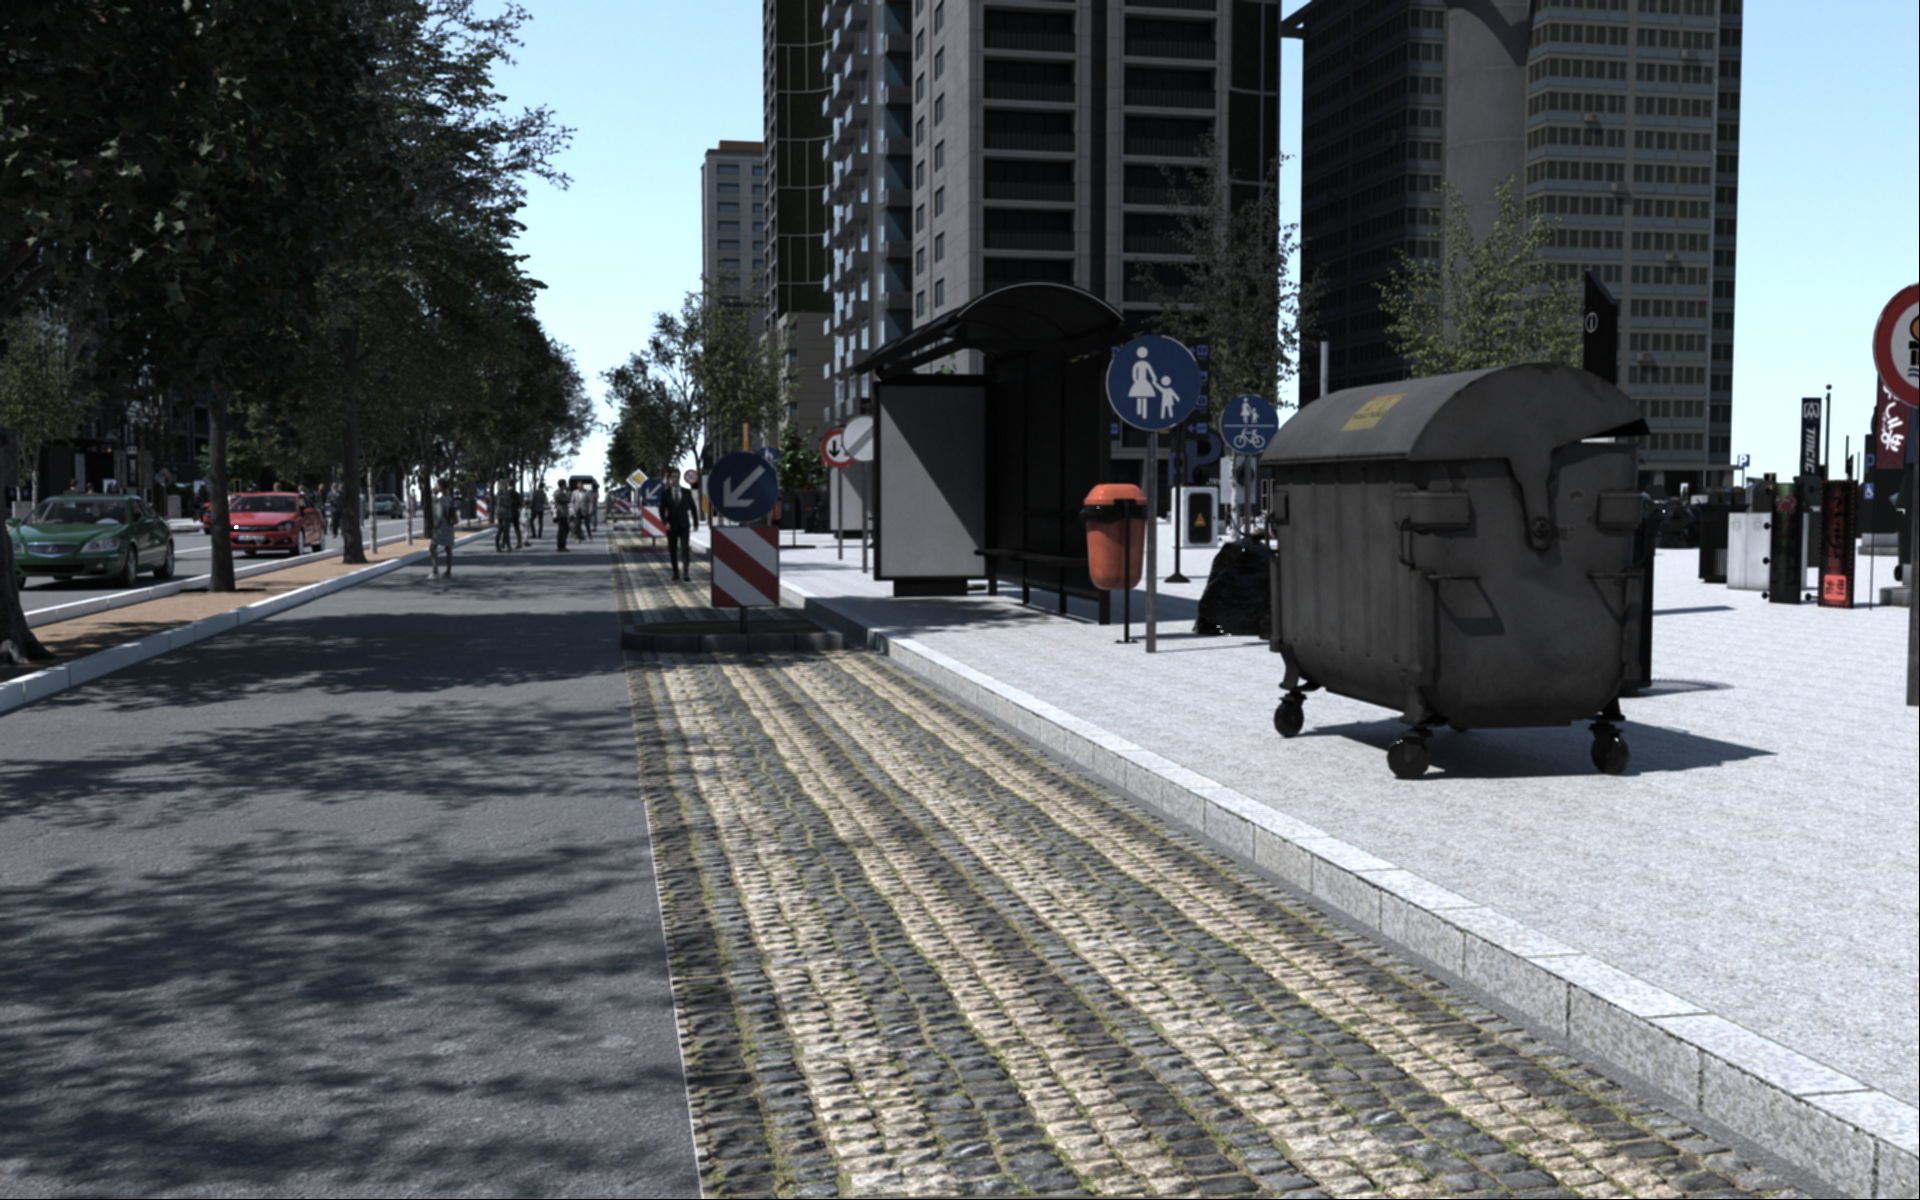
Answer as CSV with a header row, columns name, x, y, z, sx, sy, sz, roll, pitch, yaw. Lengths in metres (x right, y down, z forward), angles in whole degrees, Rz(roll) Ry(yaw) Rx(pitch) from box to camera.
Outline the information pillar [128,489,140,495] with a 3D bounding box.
name,x,y,z,sx,sy,sz,roll,pitch,yaw
information pillar,-54.686,-7.526,114.398,0.183,3.616,0.504,3,5,43

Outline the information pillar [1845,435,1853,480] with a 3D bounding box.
name,x,y,z,sx,sy,sz,roll,pitch,yaw
information pillar,35.342,-4.754,69.077,0.183,3.616,0.504,2,4,26

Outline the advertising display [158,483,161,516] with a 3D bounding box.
name,x,y,z,sx,sy,sz,roll,pitch,yaw
advertising display,-41.061,-5.117,88.882,0.123,1.923,0.974,-2,4,-24

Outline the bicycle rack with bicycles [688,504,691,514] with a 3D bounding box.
name,x,y,z,sx,sy,sz,roll,pitch,yaw
bicycle rack with bicycles,-16.563,-6.056,112.389,2.852,0.926,2.925,-3,4,-36

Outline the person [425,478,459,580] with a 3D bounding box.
name,x,y,z,sx,sy,sz,roll,pitch,yaw
person,-8.706,-1.205,29.203,0.522,1.701,0.512,0,4,4

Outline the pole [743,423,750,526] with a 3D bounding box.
name,x,y,z,sx,sy,sz,roll,pitch,yaw
pole,-6.149,-3.426,49.857,0.158,3.312,0.155,0,3,0

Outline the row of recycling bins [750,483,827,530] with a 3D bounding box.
name,x,y,z,sx,sy,sz,roll,pitch,yaw
row of recycling bins,-5.994,-3.370,62.217,3.534,1.692,1.069,-2,4,-32

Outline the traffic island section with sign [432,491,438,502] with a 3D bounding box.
name,x,y,z,sx,sy,sz,roll,pitch,yaw
traffic island section with sign,-51.287,-9.823,169.226,1.989,1.847,2.006,-1,4,-12

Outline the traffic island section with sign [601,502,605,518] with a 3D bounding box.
name,x,y,z,sx,sy,sz,roll,pitch,yaw
traffic island section with sign,-18.888,-5.388,96.724,1.989,1.847,2.006,-1,4,-12

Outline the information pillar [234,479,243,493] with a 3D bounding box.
name,x,y,z,sx,sy,sz,roll,pitch,yaw
information pillar,-35.461,-4.933,85.142,0.304,2.012,0.304,0,4,-5

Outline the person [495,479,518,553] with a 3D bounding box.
name,x,y,z,sx,sy,sz,roll,pitch,yaw
person,-11.158,-2.069,42.509,0.526,1.800,0.537,-1,4,-22

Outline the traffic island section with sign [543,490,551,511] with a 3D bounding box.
name,x,y,z,sx,sy,sz,roll,pitch,yaw
traffic island section with sign,-35.729,-8.517,147.383,2.006,1.907,1.989,-1,4,-12

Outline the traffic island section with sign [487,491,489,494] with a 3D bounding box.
name,x,y,z,sx,sy,sz,roll,pitch,yaw
traffic island section with sign,-67.822,-14.692,248.844,1.989,1.847,2.006,-1,4,-12

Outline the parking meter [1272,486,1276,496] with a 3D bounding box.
name,x,y,z,sx,sy,sz,roll,pitch,yaw
parking meter,10.158,-2.870,55.338,0.372,1.533,0.369,0,3,0

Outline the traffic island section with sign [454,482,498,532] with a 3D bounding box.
name,x,y,z,sx,sy,sz,roll,pitch,yaw
traffic island section with sign,-18.935,-3.573,66.557,2.006,1.907,1.989,-1,4,-12

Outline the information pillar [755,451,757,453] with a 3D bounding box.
name,x,y,z,sx,sy,sz,roll,pitch,yaw
information pillar,-10.991,-6.179,92.383,0.183,3.616,0.504,3,4,38

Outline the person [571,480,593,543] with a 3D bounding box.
name,x,y,z,sx,sy,sz,roll,pitch,yaw
person,-11.045,-2.589,50.677,0.661,1.843,0.795,0,4,5

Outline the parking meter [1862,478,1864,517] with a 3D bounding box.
name,x,y,z,sx,sy,sz,roll,pitch,yaw
parking meter,24.914,-2.548,47.369,0.255,1.863,0.399,-2,4,-26

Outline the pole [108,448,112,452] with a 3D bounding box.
name,x,y,z,sx,sy,sz,roll,pitch,yaw
pole,-37.846,-5.103,77.272,0.158,3.312,0.155,0,3,0

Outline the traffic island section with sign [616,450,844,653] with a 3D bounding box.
name,x,y,z,sx,sy,sz,roll,pitch,yaw
traffic island section with sign,-2.229,-0.483,16.532,1.989,1.847,2.006,-1,4,-12

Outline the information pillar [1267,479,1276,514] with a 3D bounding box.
name,x,y,z,sx,sy,sz,roll,pitch,yaw
information pillar,15.673,-5.021,86.578,0.304,2.012,0.304,0,4,1

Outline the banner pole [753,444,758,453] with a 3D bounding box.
name,x,y,z,sx,sy,sz,roll,pitch,yaw
banner pole,-10.168,-5.948,87.265,0.863,3.779,0.401,-3,4,-36

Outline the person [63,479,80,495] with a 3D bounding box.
name,x,y,z,sx,sy,sz,roll,pitch,yaw
person,-24.994,-2.480,48.828,0.659,1.850,0.755,1,4,17

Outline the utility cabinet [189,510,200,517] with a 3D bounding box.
name,x,y,z,sx,sy,sz,roll,pitch,yaw
utility cabinet,-41.921,-5.320,95.663,1.173,1.500,0.318,0,4,-3

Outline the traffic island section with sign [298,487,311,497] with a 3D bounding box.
name,x,y,z,sx,sy,sz,roll,pitch,yaw
traffic island section with sign,-35.745,-5.245,94.386,1.989,1.847,2.006,-1,4,-12

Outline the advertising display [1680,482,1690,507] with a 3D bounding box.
name,x,y,z,sx,sy,sz,roll,pitch,yaw
advertising display,39.700,-5.483,94.856,0.123,1.923,0.974,0,4,-2

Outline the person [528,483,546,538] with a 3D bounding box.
name,x,y,z,sx,sy,sz,roll,pitch,yaw
person,-13.661,-2.891,55.944,0.592,1.802,0.473,-2,4,-25

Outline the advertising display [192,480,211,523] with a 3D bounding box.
name,x,y,z,sx,sy,sz,roll,pitch,yaw
advertising display,-34.123,-4.461,78.151,0.974,1.923,0.123,-3,5,-43

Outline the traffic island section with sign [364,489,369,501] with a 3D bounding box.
name,x,y,z,sx,sy,sz,roll,pitch,yaw
traffic island section with sign,-41.216,-6.860,120.782,1.989,1.847,2.006,-1,4,-12

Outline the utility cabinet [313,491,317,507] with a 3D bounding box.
name,x,y,z,sx,sy,sz,roll,pitch,yaw
utility cabinet,-51.573,-7.915,138.088,1.173,1.500,0.318,1,4,18

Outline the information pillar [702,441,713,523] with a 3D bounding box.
name,x,y,z,sx,sy,sz,roll,pitch,yaw
information pillar,-10.980,-5.151,75.573,0.504,3.616,0.183,-2,4,-25

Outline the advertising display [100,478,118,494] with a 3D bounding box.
name,x,y,z,sx,sy,sz,roll,pitch,yaw
advertising display,-34.789,-4.014,70.840,0.123,1.923,0.974,0,4,7

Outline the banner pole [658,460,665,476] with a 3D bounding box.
name,x,y,z,sx,sy,sz,roll,pitch,yaw
banner pole,-21.966,-8.369,126.856,0.401,3.779,0.863,-1,4,-18

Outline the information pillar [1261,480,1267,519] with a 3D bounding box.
name,x,y,z,sx,sy,sz,roll,pitch,yaw
information pillar,15.539,-5.128,88.333,0.304,2.012,0.304,1,4,12

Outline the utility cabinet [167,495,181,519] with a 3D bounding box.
name,x,y,z,sx,sy,sz,roll,pitch,yaw
utility cabinet,-40.540,-4.783,89.366,0.306,1.237,1.020,0,4,-2

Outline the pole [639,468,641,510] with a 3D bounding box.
name,x,y,z,sx,sy,sz,roll,pitch,yaw
pole,-25.338,-8.741,136.753,0.158,3.312,0.155,0,3,0

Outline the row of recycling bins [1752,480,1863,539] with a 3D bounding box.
name,x,y,z,sx,sy,sz,roll,pitch,yaw
row of recycling bins,25.087,-2.661,50.626,3.534,1.692,1.069,2,4,25

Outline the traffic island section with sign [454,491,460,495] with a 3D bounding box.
name,x,y,z,sx,sy,sz,roll,pitch,yaw
traffic island section with sign,-56.899,-11.474,196.226,1.989,1.847,2.006,-1,4,-12

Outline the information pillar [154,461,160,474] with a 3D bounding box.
name,x,y,z,sx,sy,sz,roll,pitch,yaw
information pillar,-56.346,-7.972,121.691,0.504,3.616,0.183,-2,4,-24

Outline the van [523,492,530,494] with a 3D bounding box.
name,x,y,z,sx,sy,sz,roll,pitch,yaw
van,-71.790,-17.101,286.617,2.013,2.044,4.112,-1,4,-12

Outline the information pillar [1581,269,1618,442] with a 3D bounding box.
name,x,y,z,sx,sy,sz,roll,pitch,yaw
information pillar,6.601,-1.626,17.945,0.183,3.616,0.504,-1,4,-13

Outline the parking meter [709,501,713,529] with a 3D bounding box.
name,x,y,z,sx,sy,sz,roll,pitch,yaw
parking meter,-8.972,-3.524,63.330,0.399,1.863,0.255,0,4,1

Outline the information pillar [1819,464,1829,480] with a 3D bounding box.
name,x,y,z,sx,sy,sz,roll,pitch,yaw
information pillar,21.309,-2.353,42.965,0.304,2.012,0.304,0,4,5

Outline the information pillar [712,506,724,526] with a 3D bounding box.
name,x,y,z,sx,sy,sz,roll,pitch,yaw
information pillar,-8.758,-3.556,62.628,0.304,2.012,0.304,3,4,36

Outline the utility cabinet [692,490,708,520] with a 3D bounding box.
name,x,y,z,sx,sy,sz,roll,pitch,yaw
utility cabinet,-12.672,-4.704,85.586,1.173,1.500,0.318,1,4,23

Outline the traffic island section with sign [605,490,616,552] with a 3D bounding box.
name,x,y,z,sx,sy,sz,roll,pitch,yaw
traffic island section with sign,-7.757,-2.111,43.142,1.989,1.847,2.006,-1,4,-12

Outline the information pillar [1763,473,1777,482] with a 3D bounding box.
name,x,y,z,sx,sy,sz,roll,pitch,yaw
information pillar,27.929,-3.381,59.771,0.304,2.012,0.304,-2,4,-27

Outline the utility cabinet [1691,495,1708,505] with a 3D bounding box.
name,x,y,z,sx,sy,sz,roll,pitch,yaw
utility cabinet,38.017,-4.765,89.074,0.306,1.237,1.020,-1,4,-10

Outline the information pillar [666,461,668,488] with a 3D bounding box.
name,x,y,z,sx,sy,sz,roll,pitch,yaw
information pillar,-18.899,-7.371,111.878,0.183,3.616,0.504,0,4,4

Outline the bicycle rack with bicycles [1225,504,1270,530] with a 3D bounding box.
name,x,y,z,sx,sy,sz,roll,pitch,yaw
bicycle rack with bicycles,9.372,-3.015,62.681,2.925,0.926,2.852,3,5,39

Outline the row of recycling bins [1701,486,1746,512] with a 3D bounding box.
name,x,y,z,sx,sy,sz,roll,pitch,yaw
row of recycling bins,40.277,-5.107,90.604,3.534,1.692,1.069,-1,4,-18

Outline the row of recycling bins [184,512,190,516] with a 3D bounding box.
name,x,y,z,sx,sy,sz,roll,pitch,yaw
row of recycling bins,-44.255,-5.770,101.455,1.069,1.692,3.534,0,4,7
